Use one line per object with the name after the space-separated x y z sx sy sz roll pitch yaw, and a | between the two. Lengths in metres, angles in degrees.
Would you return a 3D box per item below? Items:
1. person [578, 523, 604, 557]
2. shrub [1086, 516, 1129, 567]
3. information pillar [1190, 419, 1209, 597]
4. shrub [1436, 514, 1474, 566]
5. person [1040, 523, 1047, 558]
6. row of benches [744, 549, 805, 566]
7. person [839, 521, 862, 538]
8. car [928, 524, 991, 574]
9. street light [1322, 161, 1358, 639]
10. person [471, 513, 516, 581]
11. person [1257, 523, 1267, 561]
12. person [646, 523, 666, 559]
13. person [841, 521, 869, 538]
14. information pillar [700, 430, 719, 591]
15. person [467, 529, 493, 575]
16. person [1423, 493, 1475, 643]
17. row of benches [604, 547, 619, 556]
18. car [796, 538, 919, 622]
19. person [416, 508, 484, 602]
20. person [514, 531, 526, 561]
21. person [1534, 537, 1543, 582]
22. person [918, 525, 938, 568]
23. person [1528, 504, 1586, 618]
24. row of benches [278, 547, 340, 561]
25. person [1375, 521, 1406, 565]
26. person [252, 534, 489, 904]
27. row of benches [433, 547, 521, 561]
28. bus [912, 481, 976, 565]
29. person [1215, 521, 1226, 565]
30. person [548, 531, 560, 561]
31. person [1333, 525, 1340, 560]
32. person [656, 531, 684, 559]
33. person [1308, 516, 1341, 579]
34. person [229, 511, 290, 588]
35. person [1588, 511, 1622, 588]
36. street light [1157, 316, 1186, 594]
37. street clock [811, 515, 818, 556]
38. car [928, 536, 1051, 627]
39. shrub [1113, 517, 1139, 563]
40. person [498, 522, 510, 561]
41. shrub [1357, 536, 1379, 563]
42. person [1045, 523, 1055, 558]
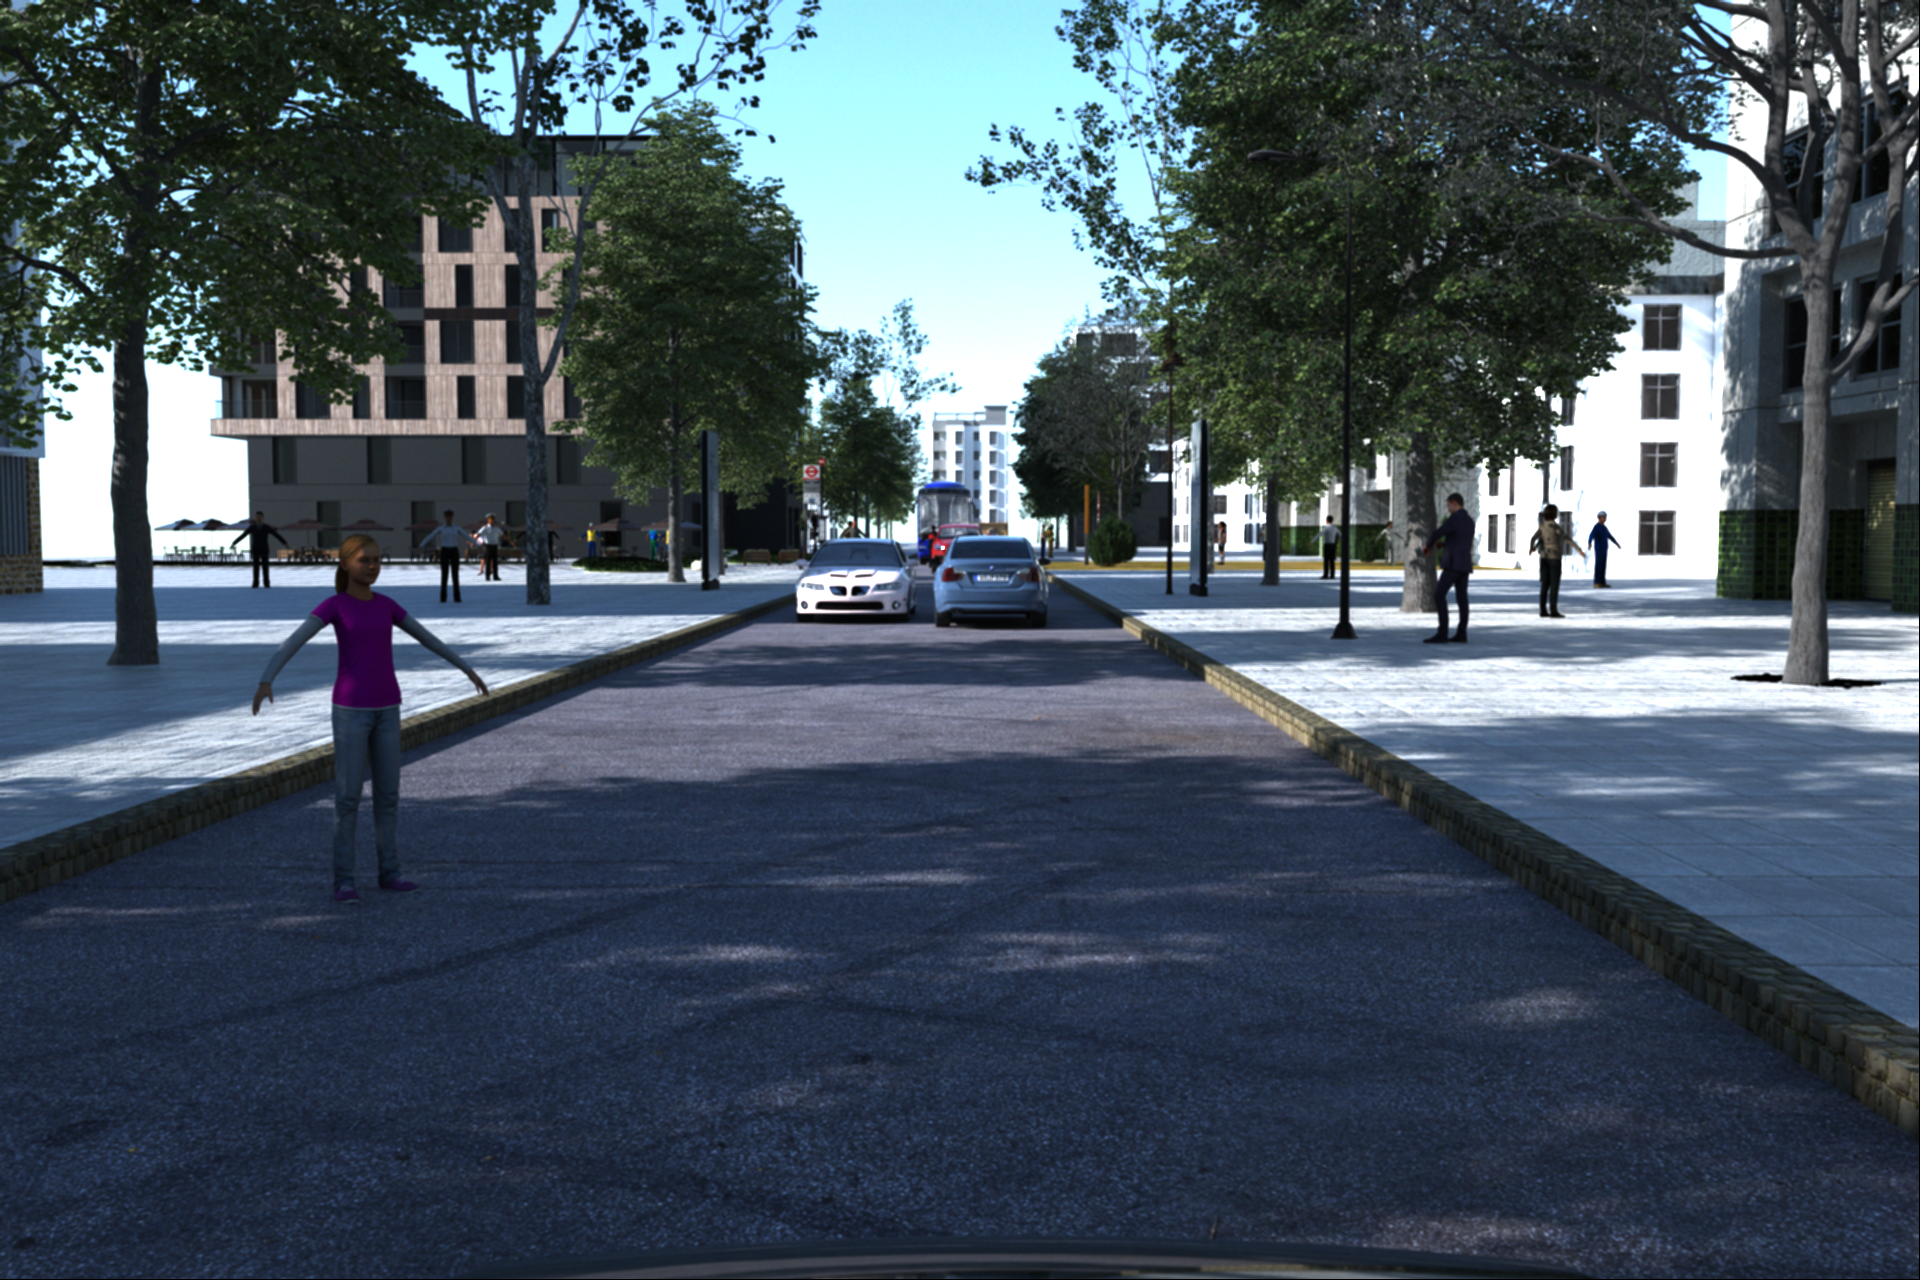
-18.716 -5.018 88.018 1.349 1.833 0.705 0 4 7 | person
5.753 -3.858 67.494 1.690 2.028 1.600 0 3 0 | shrub
4.996 -2.745 36.191 0.184 3.620 1.656 0 4 1 | information pillar
18.176 -3.681 64.218 1.661 2.075 1.752 0 3 0 | shrub
4.182 -4.921 86.308 0.705 1.847 1.347 0 4 5 | person
-6.993 -3.409 71.199 4.104 0.672 1.422 -1 4 -10 | row of benches
-4.379 -3.866 69.344 1.346 1.812 0.704 2 4 33 | person
0.002 -3.328 63.082 2.281 1.827 5.304 0 4 0 | car
5.268 -2.971 21.117 1.470 5.913 1.316 0 4 0 | street light
-12.886 -2.564 47.705 1.343 1.855 0.704 -3 5 -43 | person
14.655 -4.681 82.658 0.705 1.813 1.348 -3 4 -37 | person
-14.810 -4.769 84.094 1.347 1.817 0.704 3 4 37 | person
-4.085 -3.724 67.155 1.348 1.796 0.705 -1 4 -11 | person
-5.763 -2.974 39.946 0.184 3.620 1.656 0 4 0 | information pillar
-15.029 -2.760 54.360 0.799 1.438 0.628 -2 4 -28 | person
5.747 -0.857 20.502 0.568 1.767 0.683 3 5 44 | person
-16.441 -4.062 81.872 1.422 0.672 4.104 -1 4 -13 | row of benches
-1.725 -1.064 29.755 2.083 1.381 4.827 0 4 1 | car
-9.587 -1.596 32.556 1.216 1.778 0.721 -1 4 -21 | person
-19.975 -4.531 80.274 1.347 1.806 0.705 0 4 -8 | person
15.797 -2.288 46.613 0.989 1.438 0.599 -2 4 -27 | person
-1.127 -3.973 73.639 1.346 1.802 0.704 0 4 3 | person
9.154 -1.216 26.644 0.721 1.744 1.215 -1 4 -22 | person
-29.978 -3.980 80.532 4.104 0.672 1.422 2 4 26 | row of benches
17.560 -3.947 70.713 1.347 1.806 0.705 0 4 -4 | person
-2.305 0.301 6.806 0.599 1.433 0.991 3 5 42 | person
-22.680 -4.015 81.102 4.104 0.672 1.422 -2 4 -25 | row of benches
-0.710 -5.687 84.536 2.896 3.916 12.251 0 4 0 | bus
10.934 -4.062 72.556 0.704 1.843 1.345 0 4 -4 | person
-19.540 -4.666 82.222 0.705 1.837 1.347 3 5 45 | person
18.546 -4.819 85.513 0.721 1.740 1.216 2 4 32 | person
-12.088 -4.028 72.315 1.216 1.772 0.721 0 4 7 | person
10.565 -2.661 49.658 1.344 1.810 0.704 -2 4 -28 | person
-16.742 -2.164 41.437 1.345 1.823 0.704 -1 4 -17 | person
15.362 -2.174 41.423 1.347 1.842 0.705 -3 4 -38 | person
4.478 -3.919 36.870 0.468 5.910 1.993 0 4 1 | street light
-5.403 -3.675 64.649 0.358 2.002 0.471 0 4 2 | street clock
0.484 -0.977 27.973 2.014 1.417 4.499 0 4 0 | car
7.142 -4.436 76.940 1.690 2.028 1.600 0 3 0 | shrub
-21.960 -4.742 83.315 0.705 1.856 1.354 1 4 15 | person
18.222 -4.052 77.366 1.383 1.207 1.383 0 3 0 | shrub
4.923 -5.359 93.383 0.705 1.858 1.354 0 4 -4 | person
